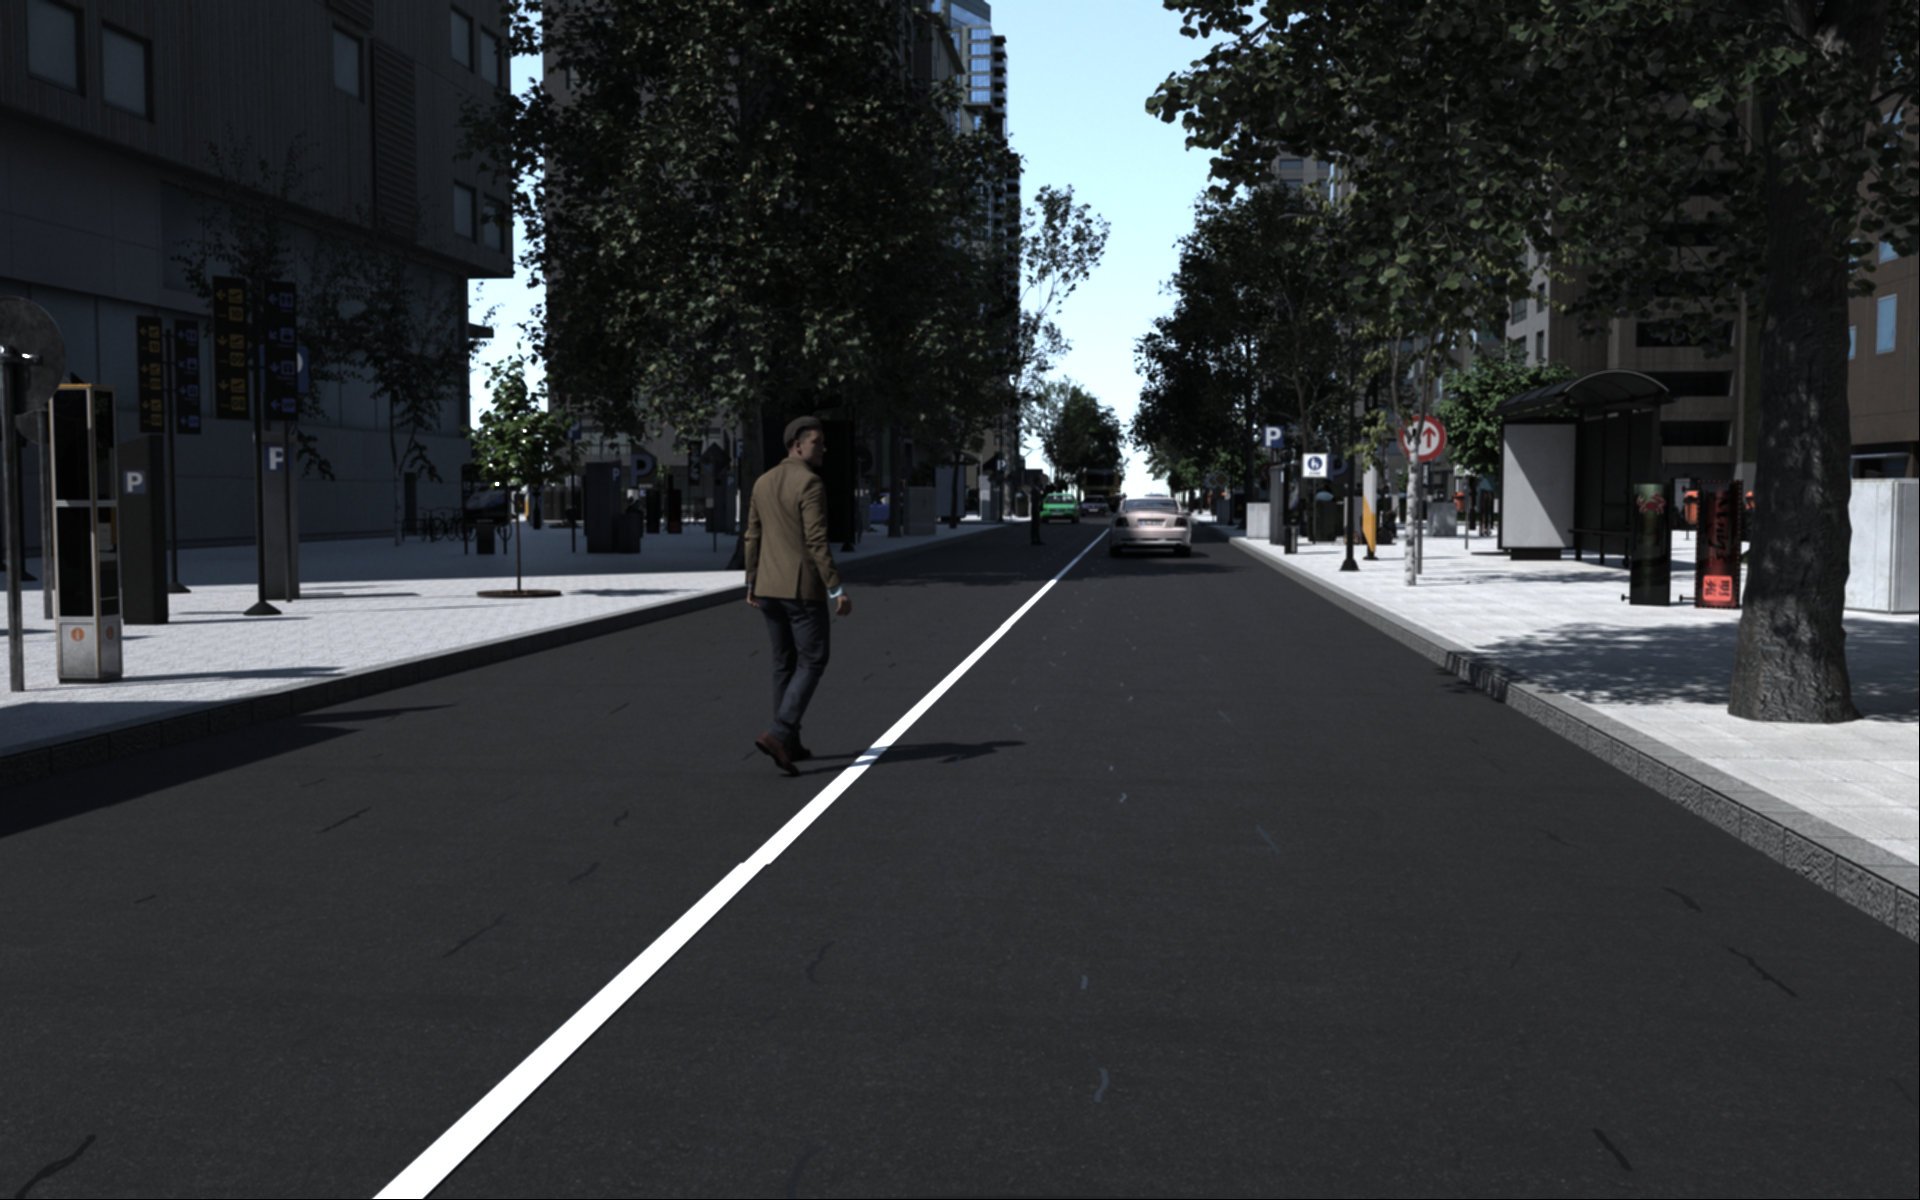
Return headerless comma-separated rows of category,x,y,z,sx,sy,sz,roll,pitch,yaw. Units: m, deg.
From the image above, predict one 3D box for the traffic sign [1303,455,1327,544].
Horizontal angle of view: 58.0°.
traffic sign,9.013,-2.563,44.027,0.606,2.300,0.079,1,4,12

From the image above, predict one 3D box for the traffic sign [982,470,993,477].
traffic sign,1.464,-5.522,90.392,0.768,2.556,0.104,0,4,8

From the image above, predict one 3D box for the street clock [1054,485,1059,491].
street clock,7.316,-8.070,136.518,0.471,2.002,0.358,-1,4,-10

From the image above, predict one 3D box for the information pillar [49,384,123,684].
information pillar,-5.936,-0.445,11.770,0.304,2.012,0.304,0,4,3

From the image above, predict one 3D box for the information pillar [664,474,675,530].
information pillar,-10.434,-3.531,62.218,0.304,2.012,0.304,-2,4,-27

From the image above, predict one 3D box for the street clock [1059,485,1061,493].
street clock,7.972,-8.140,137.662,0.471,2.002,0.358,-1,4,-11

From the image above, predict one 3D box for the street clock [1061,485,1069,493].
street clock,8.365,-8.060,136.348,0.358,2.002,0.471,2,4,24

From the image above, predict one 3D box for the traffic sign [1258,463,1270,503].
traffic sign,12.540,-4.314,70.632,0.768,2.556,0.104,0,4,7

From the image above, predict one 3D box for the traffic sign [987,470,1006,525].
traffic sign,1.497,-4.153,71.544,0.795,2.450,0.064,0,4,6

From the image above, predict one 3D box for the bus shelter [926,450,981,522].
bus shelter,-0.246,-5.375,81.812,2.014,3.302,5.546,0,4,6

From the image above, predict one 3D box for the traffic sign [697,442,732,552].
traffic sign,-5.423,-2.269,38.278,0.795,2.450,0.064,0,4,8

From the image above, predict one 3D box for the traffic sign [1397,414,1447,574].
traffic sign,7.335,-1.681,27.592,0.768,2.556,0.104,1,4,11

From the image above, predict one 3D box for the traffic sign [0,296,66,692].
traffic sign,-6.132,-0.678,11.190,0.768,2.556,0.104,0,4,8

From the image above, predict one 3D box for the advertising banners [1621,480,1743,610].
advertising banners,8.455,-1.415,19.324,2.074,3.025,0.090,3,5,43

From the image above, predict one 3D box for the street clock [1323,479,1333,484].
street clock,17.722,-4.831,83.561,0.471,2.002,0.358,2,4,29

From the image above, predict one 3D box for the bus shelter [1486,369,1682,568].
bus shelter,10.912,-2.256,30.811,2.014,3.302,5.546,0,4,6

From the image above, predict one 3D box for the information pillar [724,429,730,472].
information pillar,-8.366,-4.331,62.174,0.183,3.616,0.504,-2,4,-25

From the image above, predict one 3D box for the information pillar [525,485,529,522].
information pillar,-20.106,-5.477,80.911,0.504,3.616,0.183,1,4,21

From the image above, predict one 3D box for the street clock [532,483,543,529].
street clock,-15.353,-3.562,62.809,0.471,2.002,0.358,2,4,25

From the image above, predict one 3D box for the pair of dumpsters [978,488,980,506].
pair of dumpsters,2.101,-7.329,122.320,1.574,2.255,4.437,0,4,6

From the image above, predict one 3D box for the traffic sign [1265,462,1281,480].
traffic sign,12.644,-4.249,69.581,0.768,2.556,0.104,1,4,12

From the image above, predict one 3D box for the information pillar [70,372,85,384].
information pillar,-16.929,-2.580,33.542,0.183,3.616,0.504,3,4,39

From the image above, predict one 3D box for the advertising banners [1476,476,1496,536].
advertising banners,15.938,-3.459,52.743,0.090,3.025,2.074,2,4,30

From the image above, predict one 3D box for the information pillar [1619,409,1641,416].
information pillar,15.124,-2.923,39.143,0.504,3.616,0.183,2,4,24

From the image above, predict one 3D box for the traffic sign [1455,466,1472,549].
traffic sign,11.777,-2.329,40.206,0.606,2.300,0.079,1,4,12

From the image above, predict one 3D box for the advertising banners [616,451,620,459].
advertising banners,-14.132,-4.546,70.512,0.090,3.025,2.074,-2,4,-27

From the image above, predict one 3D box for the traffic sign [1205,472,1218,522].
traffic sign,11.488,-4.578,78.487,0.795,2.450,0.064,0,4,6

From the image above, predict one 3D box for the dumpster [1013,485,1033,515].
dumpster,3.972,-6.250,107.945,1.264,1.857,1.865,0,4,6

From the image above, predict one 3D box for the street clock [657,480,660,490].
street clock,-15.801,-5.230,90.077,0.358,2.002,0.471,-3,4,-36

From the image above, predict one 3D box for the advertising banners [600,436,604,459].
advertising banners,-10.762,-3.371,51.309,0.090,3.025,2.074,0,4,2

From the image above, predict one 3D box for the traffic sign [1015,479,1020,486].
traffic sign,4.609,-8.499,139.062,0.768,2.556,0.104,1,4,14

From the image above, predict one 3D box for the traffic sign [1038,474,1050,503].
traffic sign,5.174,-6.567,107.475,0.768,2.556,0.104,1,4,13

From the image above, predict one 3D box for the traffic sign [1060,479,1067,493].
traffic sign,8.550,-8.852,144.834,0.768,2.556,0.104,1,4,14

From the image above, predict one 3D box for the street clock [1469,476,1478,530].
street clock,18.211,-3.482,61.508,0.358,2.002,0.471,-1,4,-17

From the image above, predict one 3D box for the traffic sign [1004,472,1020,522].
traffic sign,2.348,-4.639,79.483,0.795,2.450,0.064,0,4,6

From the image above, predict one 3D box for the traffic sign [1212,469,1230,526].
traffic sign,10.637,-4.092,70.547,0.795,2.450,0.064,0,4,6

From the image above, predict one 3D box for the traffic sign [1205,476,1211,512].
traffic sign,17.424,-7.372,120.637,0.768,2.556,0.104,1,4,12

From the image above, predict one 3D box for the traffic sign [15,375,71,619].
traffic sign,-9.344,-1.075,17.681,0.768,2.556,0.104,0,4,8

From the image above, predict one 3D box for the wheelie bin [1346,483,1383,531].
wheelie bin,11.169,-2.429,47.617,0.693,1.594,0.980,-3,4,-36

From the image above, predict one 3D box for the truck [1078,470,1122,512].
truck,11.449,-8.770,139.309,3.469,3.379,9.791,0,4,8

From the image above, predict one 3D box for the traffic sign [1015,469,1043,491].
traffic sign,5.554,-8.914,139.621,2.265,3.308,0.079,0,4,7

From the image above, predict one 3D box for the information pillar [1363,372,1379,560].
information pillar,7.969,-2.586,33.629,0.183,3.616,0.504,-1,4,-9

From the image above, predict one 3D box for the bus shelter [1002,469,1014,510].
bus shelter,2.442,-7.517,116.822,2.014,3.302,5.546,0,4,6

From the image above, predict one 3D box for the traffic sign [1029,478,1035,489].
traffic sign,4.648,-6.570,109.549,0.606,2.300,0.079,0,4,8

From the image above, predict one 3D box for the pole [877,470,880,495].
pole,-6.799,-9.236,144.850,0.158,3.312,0.155,0,3,0

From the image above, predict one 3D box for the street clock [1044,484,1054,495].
street clock,6.346,-7.387,125.350,0.471,2.002,0.358,-1,4,-13

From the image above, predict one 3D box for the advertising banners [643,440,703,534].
advertising banners,-9.296,-3.670,56.187,2.074,3.025,0.090,1,4,13

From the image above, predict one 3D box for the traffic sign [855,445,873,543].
traffic sign,-2.635,-2.748,45.034,0.768,2.556,0.104,1,4,10

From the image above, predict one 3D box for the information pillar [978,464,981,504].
information pillar,1.570,-8.346,127.819,0.504,3.616,0.183,-2,4,-31

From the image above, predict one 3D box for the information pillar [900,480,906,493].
information pillar,-2.973,-5.175,89.102,0.304,2.012,0.304,2,4,23

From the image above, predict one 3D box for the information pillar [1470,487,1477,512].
information pillar,33.859,-6.706,114.132,0.304,2.012,0.304,-1,4,-14

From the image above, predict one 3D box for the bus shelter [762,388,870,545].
bus shelter,-3.468,-3.031,40.837,1.731,3.624,6.357,0,4,6

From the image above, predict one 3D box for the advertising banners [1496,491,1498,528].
advertising banners,19.651,-4.057,62.518,0.090,3.025,2.074,-2,4,-28

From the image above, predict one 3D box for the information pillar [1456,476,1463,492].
information pillar,27.675,-6.397,95.939,0.504,3.616,0.183,-3,5,-42

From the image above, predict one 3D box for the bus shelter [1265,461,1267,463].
bus shelter,19.262,-7.458,113.216,1.731,3.624,6.357,0,4,6

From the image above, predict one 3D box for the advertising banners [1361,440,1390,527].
advertising banners,13.446,-3.648,55.838,0.090,3.025,2.074,2,4,35
